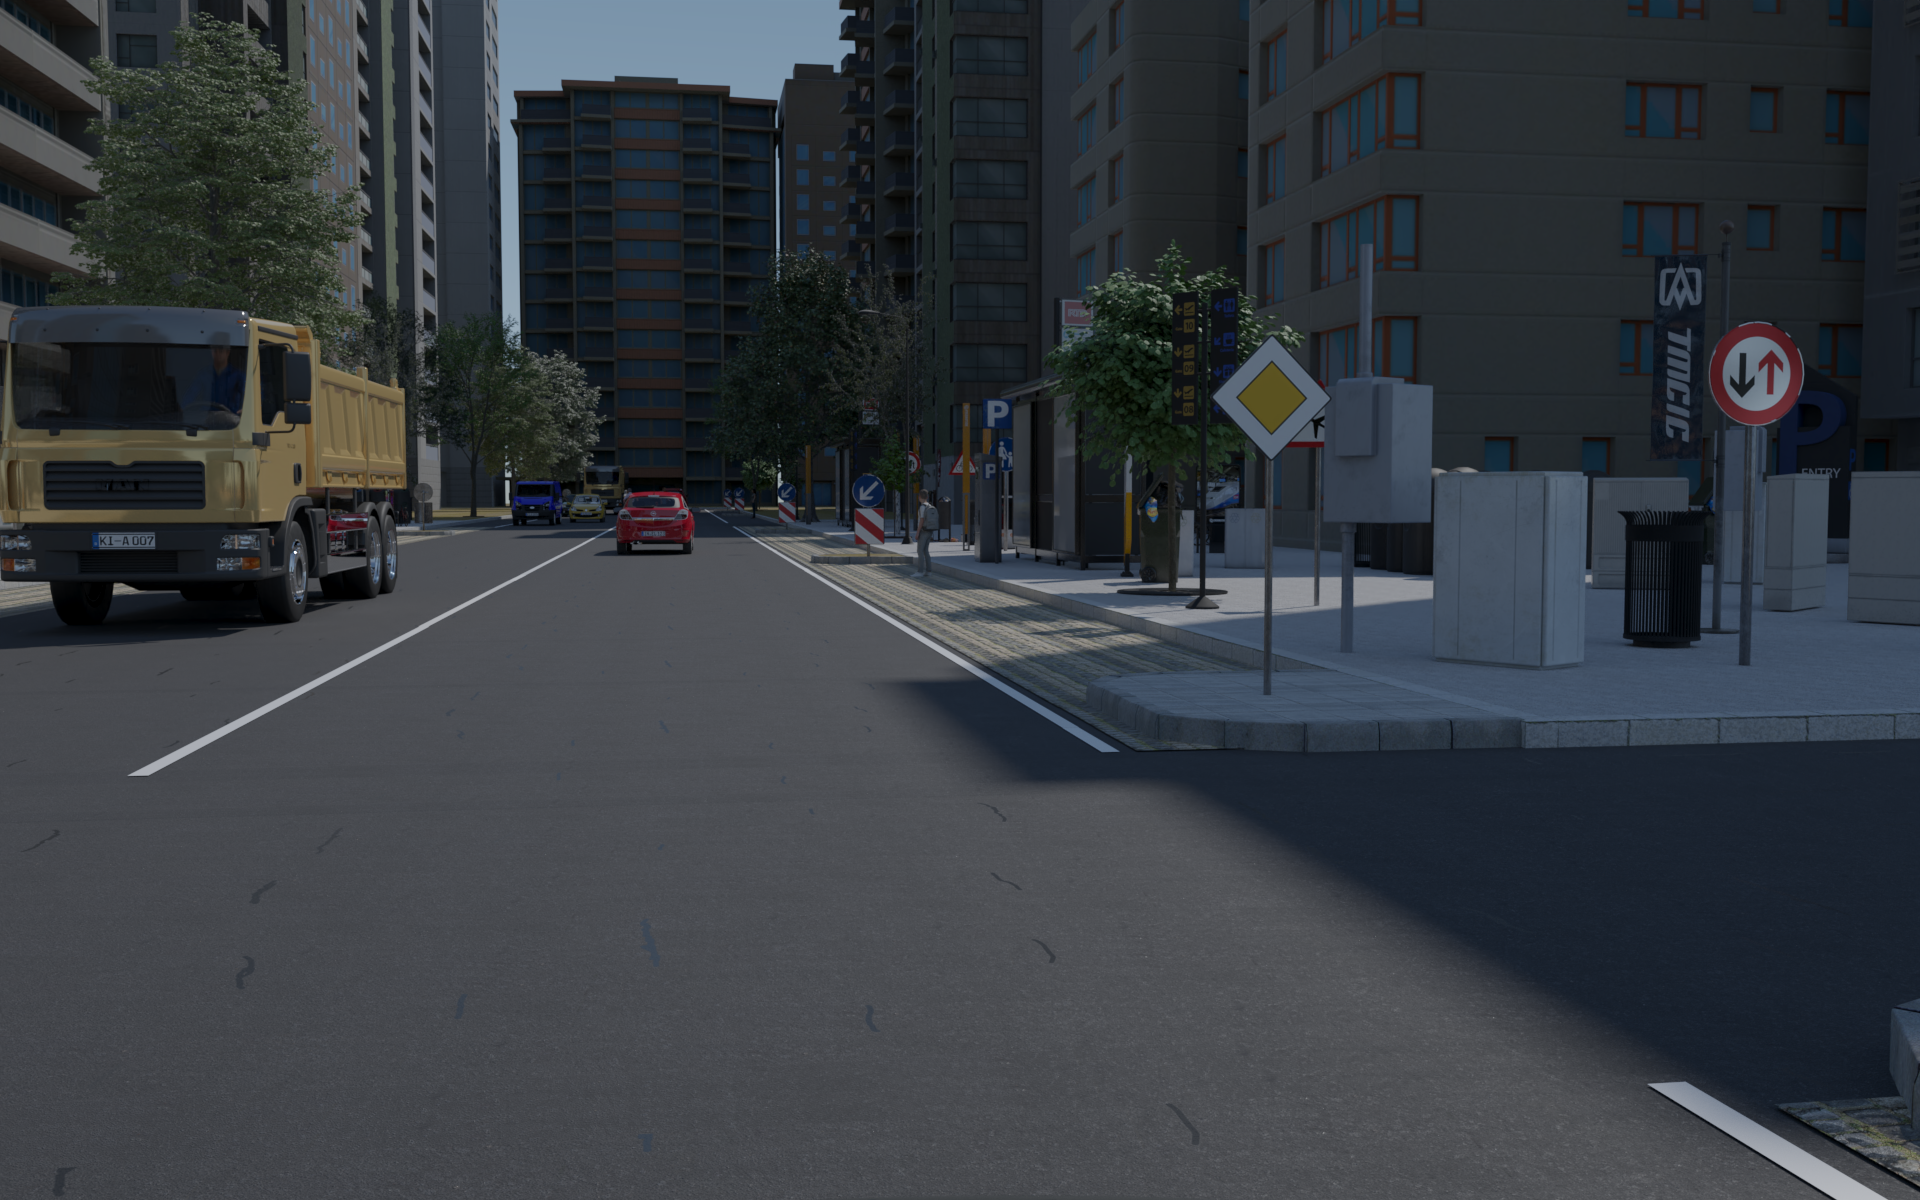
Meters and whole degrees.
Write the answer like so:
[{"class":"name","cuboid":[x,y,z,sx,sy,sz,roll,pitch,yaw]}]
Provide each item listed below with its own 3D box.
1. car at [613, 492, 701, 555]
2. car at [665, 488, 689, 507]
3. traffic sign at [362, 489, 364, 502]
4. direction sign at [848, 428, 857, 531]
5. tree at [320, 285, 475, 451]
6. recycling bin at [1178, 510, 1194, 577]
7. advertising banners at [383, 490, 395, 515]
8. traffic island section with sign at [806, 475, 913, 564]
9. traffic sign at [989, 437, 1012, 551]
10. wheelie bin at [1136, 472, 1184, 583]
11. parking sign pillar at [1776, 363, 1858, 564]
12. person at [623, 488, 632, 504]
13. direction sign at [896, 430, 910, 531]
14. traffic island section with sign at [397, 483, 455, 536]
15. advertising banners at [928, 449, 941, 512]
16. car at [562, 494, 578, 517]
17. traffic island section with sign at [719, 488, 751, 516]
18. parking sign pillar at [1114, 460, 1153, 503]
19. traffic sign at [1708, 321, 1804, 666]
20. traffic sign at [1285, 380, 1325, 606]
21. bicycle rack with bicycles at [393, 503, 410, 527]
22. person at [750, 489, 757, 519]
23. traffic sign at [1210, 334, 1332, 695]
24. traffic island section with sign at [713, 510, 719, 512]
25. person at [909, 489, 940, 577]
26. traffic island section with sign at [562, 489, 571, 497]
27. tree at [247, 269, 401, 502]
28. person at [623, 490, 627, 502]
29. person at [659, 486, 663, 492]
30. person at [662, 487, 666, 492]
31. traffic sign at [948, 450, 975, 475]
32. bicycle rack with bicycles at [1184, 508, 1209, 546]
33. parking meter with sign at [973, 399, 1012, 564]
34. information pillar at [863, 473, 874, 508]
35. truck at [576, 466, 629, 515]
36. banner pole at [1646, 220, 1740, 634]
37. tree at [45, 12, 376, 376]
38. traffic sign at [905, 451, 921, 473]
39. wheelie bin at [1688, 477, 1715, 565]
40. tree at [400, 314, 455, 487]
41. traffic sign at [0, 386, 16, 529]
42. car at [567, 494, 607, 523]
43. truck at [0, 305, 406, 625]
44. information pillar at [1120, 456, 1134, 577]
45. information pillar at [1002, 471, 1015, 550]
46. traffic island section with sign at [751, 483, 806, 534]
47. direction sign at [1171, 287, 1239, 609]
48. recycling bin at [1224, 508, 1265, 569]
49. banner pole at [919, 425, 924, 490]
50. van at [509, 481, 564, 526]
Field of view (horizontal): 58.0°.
[{"class":"car","cuboid":[-7.474,-2.055,42.637,2.155,1.783,4.494,0,4,-8]},{"class":"car","cuboid":[-19.086,-6.479,114.609,2.281,1.827,5.304,-1,4,-11]},{"class":"traffic sign","cuboid":[-25.098,-4.450,72.766,0.884,2.594,0.081,0,4,-1]},{"class":"direction sign","cuboid":[-3.680,-4.147,59.802,0.379,3.537,0.876,1,4,12]},{"class":"tree","cuboid":[-25.378,-8.776,77.892,7.601,10.594,8.767,0,4,1]},{"class":"recycling bin","cuboid":[3.245,-0.892,27.145,0.722,1.027,0.722,0,4,-3]},{"class":"advertising banners","cuboid":[-21.343,-4.204,64.927,0.090,3.025,2.074,0,4,-5]},{"class":"traffic island section with sign","cuboid":[-2.088,-1.682,36.128,1.989,1.847,2.006,-1,4,-9]},{"class":"traffic sign","cuboid":[1.025,-2.374,38.916,0.768,2.556,0.104,0,4,-3]},{"class":"wheelie bin","cuboid":[2.923,-1.060,25.244,0.693,1.594,0.980,0,4,4]},{"class":"parking sign pillar","cuboid":[16.070,-2.694,32.514,1.447,3.967,1.447,-3,5,-45]},{"class":"person","cuboid":[-16.228,-4.642,85.334,0.756,1.711,0.436,-1,4,-17]},{"class":"direction sign","cuboid":[-2.048,-4.217,60.940,0.379,3.537,0.876,3,4,36]},{"class":"traffic island section with sign","cuboid":[-18.584,-3.141,59.991,1.989,1.847,2.006,-1,4,-9]},{"class":"advertising banners","cuboid":[-0.996,-4.370,67.633,0.090,3.025,2.074,-1,4,-14]},{"class":"car","cuboid":[-24.078,-6.031,108.397,2.009,1.686,4.222,0,4,-7]},{"class":"traffic island section with sign","cuboid":[-14.432,-6.336,112.224,1.989,1.847,2.006,-1,4,-9]},{"class":"parking sign pillar","cuboid":[5.106,-3.824,50.987,1.447,3.967,1.447,-3,4,-36]},{"class":"traffic sign","cuboid":[5.878,-0.782,12.898,0.768,2.556,0.104,-1,4,-9]},{"class":"traffic sign","cuboid":[4.098,-1.213,19.831,0.884,2.594,0.081,0,3,0]},{"class":"bicycle rack with bicycles","cuboid":[-23.045,-3.355,68.235,2.852,0.926,2.925,-2,4,-23]},{"class":"person","cuboid":[-12.171,-5.646,101.529,0.721,1.735,1.217,-1,4,-12]},{"class":"traffic sign","cuboid":[1.960,-0.450,10.999,0.795,2.450,0.064,-1,4,-9]},{"class":"traffic island section with sign","cuboid":[-18.758,-7.964,138.831,1.989,1.847,2.006,-1,4,-9]},{"class":"person","cuboid":[-0.626,-1.149,29.881,0.523,1.515,0.503,0,4,-7]},{"class":"traffic island section with sign","cuboid":[-31.150,-7.878,137.430,1.989,1.847,2.006,-1,4,-9]},{"class":"tree","cuboid":[-20.675,-6.373,54.555,4.360,8.622,3.978,0,3,0]},{"class":"person","cuboid":[-26.931,-8.002,140.065,0.721,1.736,1.217,0,4,8]},{"class":"person","cuboid":[-15.975,-5.174,92.721,1.348,1.869,0.705,-1,4,-11]},{"class":"person","cuboid":[-15.638,-5.083,91.585,0.705,1.826,1.348,1,4,9]},{"class":"traffic sign","cuboid":[0.118,-2.951,48.257,0.884,2.594,0.081,0,4,-4]},{"class":"bicycle rack with bicycles","cuboid":[5.824,-1.839,43.446,2.925,0.926,2.852,1,4,19]},{"class":"parking meter with sign","cuboid":[0.555,-2.222,32.597,0.543,3.016,1.738,-1,4,-9]},{"class":"information pillar","cuboid":[-3.251,-3.482,61.416,0.304,2.012,0.304,1,4,14]},{"class":"truck","cuboid":[-24.758,-7.622,120.545,3.469,3.379,9.791,-1,4,-10]},{"class":"banner pole","cuboid":[6.778,-1.587,15.965,0.863,3.779,0.401,0,4,7]},{"class":"tree","cuboid":[-17.584,-7.538,41.381,7.486,12.596,7.792,0,3,0]},{"class":"traffic sign","cuboid":[-1.550,-3.152,51.638,0.768,2.556,0.104,0,4,-1]},{"class":"wheelie bin","cuboid":[13.751,-1.452,31.641,0.693,1.594,0.980,0,4,-1]},{"class":"tree","cuboid":[-22.910,-7.317,69.988,4.360,8.622,3.978,0,3,0]},{"class":"traffic sign","cuboid":[-18.221,-2.376,32.716,2.265,3.308,0.079,0,4,-3]},{"class":"car","cuboid":[-18.918,-4.755,87.965,2.015,1.641,3.980,-1,4,-10]},{"class":"truck","cuboid":[-8.917,-1.547,21.221,3.469,3.379,9.791,-1,4,-8]},{"class":"information pillar","cuboid":[2.594,-2.164,26.730,0.183,3.616,0.504,0,4,2]},{"class":"information pillar","cuboid":[1.099,-2.181,40.156,0.304,2.012,0.304,-3,5,-42]},{"class":"traffic island section with sign","cuboid":[-6.455,-3.328,63.034,1.989,1.847,2.006,-1,4,-9]},{"class":"direction sign","cuboid":[2.719,-1.672,19.329,0.876,3.537,0.379,3,5,44]},{"class":"recycling bin","cuboid":[5.010,-1.069,30.034,0.722,1.027,0.722,1,4,20]},{"class":"banner pole","cuboid":[-1.457,-4.459,62.917,0.401,3.779,0.863,-2,4,-27]},{"class":"van","cuboid":[-19.547,-4.633,80.135,2.240,2.365,5.245,-1,4,-8]}]
